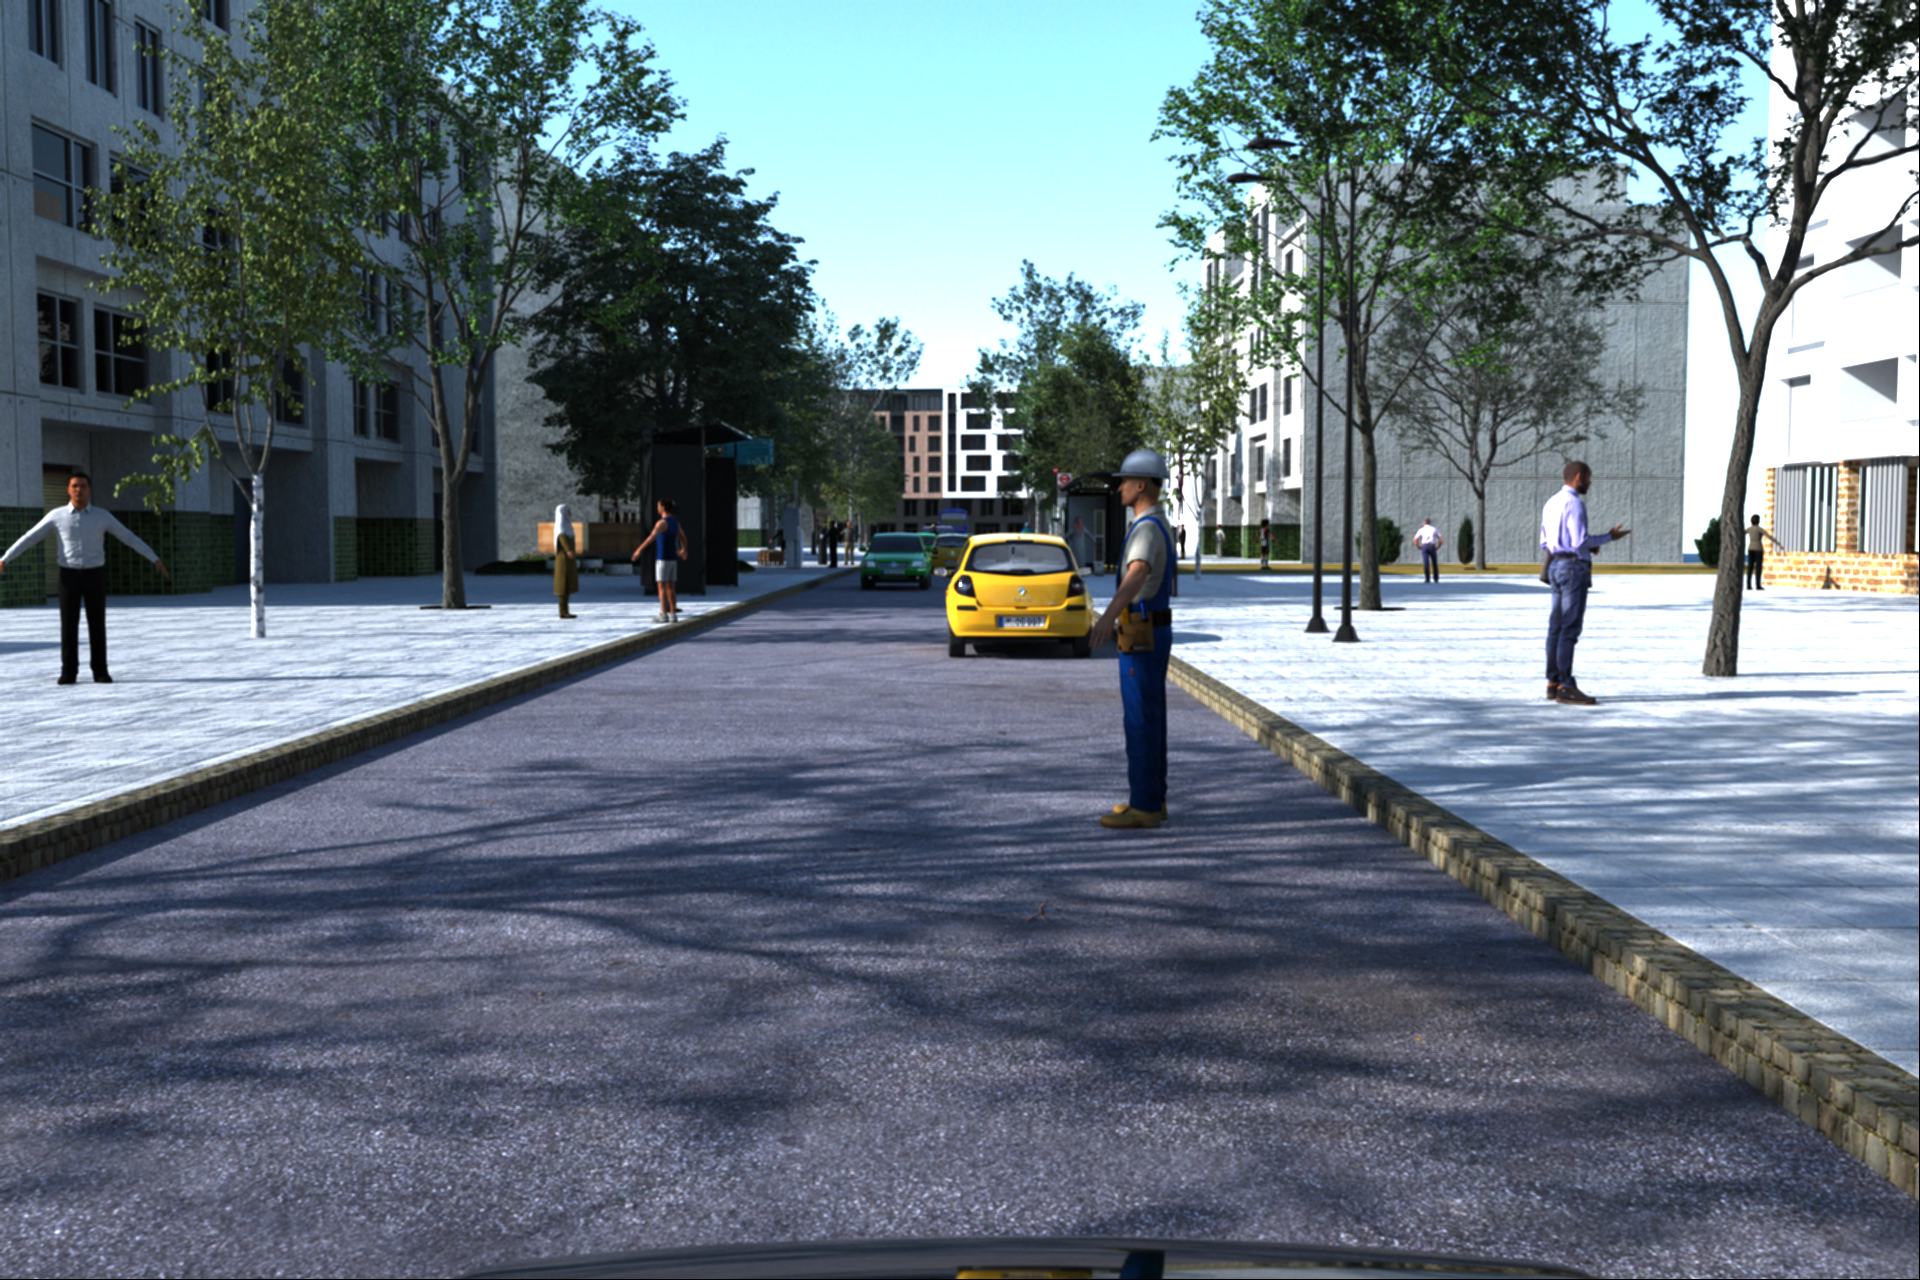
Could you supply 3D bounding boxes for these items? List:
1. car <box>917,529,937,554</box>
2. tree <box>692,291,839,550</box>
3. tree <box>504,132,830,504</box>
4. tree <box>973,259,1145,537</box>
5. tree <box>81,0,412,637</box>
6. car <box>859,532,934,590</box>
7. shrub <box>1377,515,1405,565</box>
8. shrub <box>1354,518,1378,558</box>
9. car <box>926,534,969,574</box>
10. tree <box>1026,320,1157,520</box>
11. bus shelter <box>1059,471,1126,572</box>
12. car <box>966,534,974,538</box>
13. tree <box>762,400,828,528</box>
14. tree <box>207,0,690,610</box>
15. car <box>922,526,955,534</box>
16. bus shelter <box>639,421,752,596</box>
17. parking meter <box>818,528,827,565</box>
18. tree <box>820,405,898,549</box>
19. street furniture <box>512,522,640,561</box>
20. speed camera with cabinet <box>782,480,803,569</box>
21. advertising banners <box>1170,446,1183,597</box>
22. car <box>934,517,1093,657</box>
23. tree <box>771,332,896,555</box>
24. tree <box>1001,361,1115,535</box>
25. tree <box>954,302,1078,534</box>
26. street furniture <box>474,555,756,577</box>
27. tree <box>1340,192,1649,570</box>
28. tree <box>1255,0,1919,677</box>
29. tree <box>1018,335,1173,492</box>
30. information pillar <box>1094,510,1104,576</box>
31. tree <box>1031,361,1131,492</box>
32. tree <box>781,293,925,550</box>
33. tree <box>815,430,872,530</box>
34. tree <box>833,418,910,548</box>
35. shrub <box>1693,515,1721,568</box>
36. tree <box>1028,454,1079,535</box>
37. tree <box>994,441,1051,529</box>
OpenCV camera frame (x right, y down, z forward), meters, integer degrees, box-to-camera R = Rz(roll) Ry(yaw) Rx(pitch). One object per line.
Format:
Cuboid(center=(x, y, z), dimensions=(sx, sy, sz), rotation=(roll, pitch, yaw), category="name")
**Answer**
Cuboid(center=(-1.608, -3.794, 70.828), dimensions=(1.959, 1.807, 4.718), rotation=(0, 4, 0), category="car")
Cuboid(center=(-9.254, -9.962, 81.011), dimensions=(7.486, 12.596, 7.792), rotation=(0, 3, 0), category="tree")
Cuboid(center=(-8.990, -9.036, 54.392), dimensions=(9.857, 13.997, 8.962), rotation=(0, 3, 0), category="tree")
Cuboid(center=(6.637, -16.067, 118.582), dimensions=(12.611, 20.169, 13.585), rotation=(0, 3, 0), category="tree")
Cuboid(center=(-8.839, -4.353, 21.539), dimensions=(4.737, 8.622, 4.395), rotation=(0, 3, 0), category="tree")
Cuboid(center=(-1.669, -2.271, 45.920), dimensions=(1.959, 1.807, 4.718), rotation=(0, 3, 0), category="car")
Cuboid(center=(17.379, -4.104, 71.146), dimensions=(1.661, 2.075, 1.752), rotation=(0, 3, 0), category="shrub")
Cuboid(center=(17.797, -4.297, 74.301), dimensions=(1.661, 2.075, 1.752), rotation=(0, 3, 0), category="shrub")
Cuboid(center=(-0.261, -3.246, 63.290), dimensions=(2.015, 1.641, 3.980), rotation=(0, 4, 0), category="car")
Cuboid(center=(6.958, -10.673, 92.631), dimensions=(7.486, 12.596, 7.792), rotation=(0, 3, 0), category="tree")
Cuboid(center=(4.557, -3.939, 58.325), dimensions=(2.014, 3.302, 5.546), rotation=(0, 4, -1), category="bus shelter")
Cuboid(center=(0.399, -6.972, 125.791), dimensions=(2.131, 1.459, 4.920), rotation=(0, 4, -1), category="car")
Cuboid(center=(-8.679, -8.547, 90.108), dimensions=(4.737, 8.622, 4.395), rotation=(0, 3, 0), category="tree")
Cuboid(center=(-8.614, -6.348, 29.545), dimensions=(9.928, 11.665, 9.643), rotation=(0, 3, 0), category="tree")
Cuboid(center=(-1.045, -4.434, 81.175), dimensions=(2.281, 1.827, 5.304), rotation=(0, 3, 0), category="car")
Cuboid(center=(-5.871, -2.926, 39.122), dimensions=(1.731, 3.624, 6.357), rotation=(0, 4, -1), category="bus shelter")
Cuboid(center=(-5.745, -3.914, 72.405), dimensions=(0.372, 1.533, 0.369), rotation=(0, 3, 0), category="parking meter")
Cuboid(center=(-9.169, -14.290, 151.776), dimensions=(7.486, 12.596, 7.792), rotation=(0, 3, 0), category="tree")
Cuboid(center=(-14.000, -3.691, 67.195), dimensions=(9.812, 1.723, 11.010), rotation=(-3, 4, -37), category="street furniture")
Cuboid(center=(-6.161, -4.247, 63.781), dimensions=(0.660, 3.252, 2.038), rotation=(0, 3, 0), category="speed camera with cabinet")
Cuboid(center=(4.400, -2.405, 35.510), dimensions=(0.090, 3.025, 2.074), rotation=(0, 3, 0), category="advertising banners")
Cuboid(center=(0.680, -0.695, 21.585), dimensions=(2.015, 1.641, 3.980), rotation=(0, 4, -1), category="car")
Cuboid(center=(-8.962, -11.967, 106.035), dimensions=(12.009, 13.543, 11.850), rotation=(0, 3, 0), category="tree")
Cuboid(center=(6.320, -10.910, 104.130), dimensions=(9.928, 11.665, 9.643), rotation=(0, 3, 0), category="tree")
Cuboid(center=(5.890, -17.571, 143.169), dimensions=(12.611, 20.169, 13.585), rotation=(0, 3, 0), category="tree")
Cuboid(center=(-10.594, -2.477, 56.118), dimensions=(10.072, 0.657, 5.734), rotation=(-3, 5, -44), category="street furniture")
Cuboid(center=(18.755, -9.285, 62.173), dimensions=(12.009, 13.543, 11.850), rotation=(0, 3, 0), category="tree")
Cuboid(center=(6.839, -4.930, 15.021), dimensions=(8.767, 10.594, 7.601), rotation=(0, 4, 3), category="tree")
Cuboid(center=(6.334, -9.040, 82.209), dimensions=(8.767, 10.594, 7.601), rotation=(2, 4, 32), category="tree")
Cuboid(center=(4.247, -2.962, 52.928), dimensions=(0.304, 2.012, 0.304), rotation=(0, 4, 0), category="information pillar")
Cuboid(center=(5.604, -7.506, 73.091), dimensions=(4.360, 8.622, 3.978), rotation=(0, 3, 0), category="tree")
Cuboid(center=(-10.041, -17.230, 137.606), dimensions=(12.611, 20.169, 13.585), rotation=(0, 3, 0), category="tree")
Cuboid(center=(-8.234, -10.192, 116.995), dimensions=(4.737, 8.622, 4.395), rotation=(0, 3, 0), category="tree")
Cuboid(center=(-8.335, -14.870, 161.252), dimensions=(7.486, 12.596, 7.792), rotation=(0, 3, 0), category="tree")
Cuboid(center=(28.567, -3.721, 65.265), dimensions=(1.690, 2.028, 1.600), rotation=(0, 3, 0), category="shrub")
Cuboid(center=(6.607, -11.031, 130.716), dimensions=(4.360, 8.622, 3.978), rotation=(0, 3, 0), category="tree")
Cuboid(center=(6.634, -13.687, 158.197), dimensions=(7.601, 10.594, 8.767), rotation=(-3, 4, -38), category="tree")
